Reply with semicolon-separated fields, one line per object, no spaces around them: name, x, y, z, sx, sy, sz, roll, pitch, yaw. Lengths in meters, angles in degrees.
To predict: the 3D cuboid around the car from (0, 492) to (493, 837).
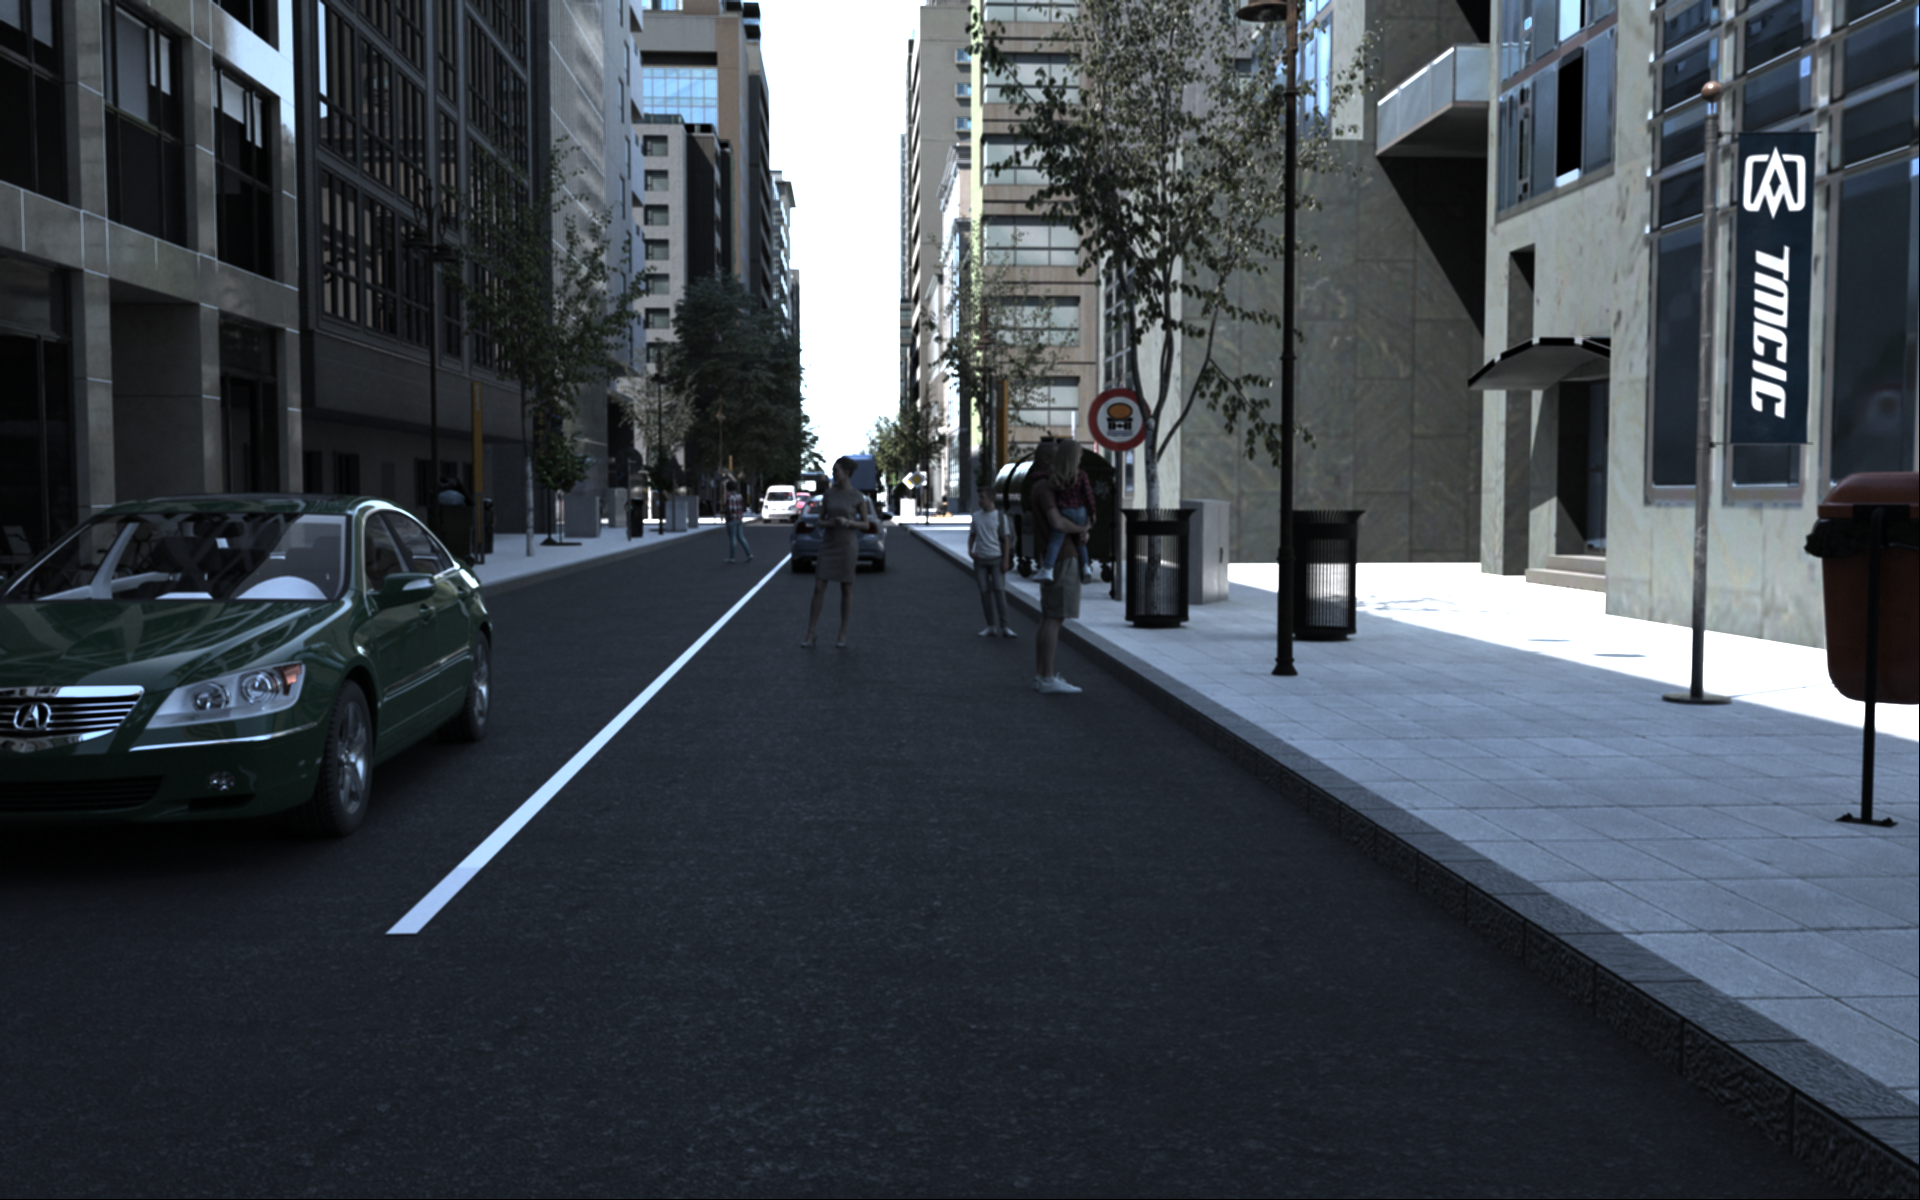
car;-3.575;0.191;8.676;2.131;1.459;4.920;0;4;-5

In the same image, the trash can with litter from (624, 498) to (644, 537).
trash can with litter;-9.749;-2.452;51.483;0.624;1.170;1.055;-1;4;-21

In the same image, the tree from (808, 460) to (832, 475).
tree;-25.092;-21.893;308.317;4.737;8.622;4.395;0;3;0

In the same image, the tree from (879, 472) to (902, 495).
tree;-5.106;-8.642;135.902;1.663;3.219;1.824;0;3;0

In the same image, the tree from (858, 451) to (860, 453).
tree;-8.052;-13.925;178.036;4.737;8.622;4.395;0;3;0

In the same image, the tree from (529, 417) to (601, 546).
tree;-10.133;-2.993;43.532;1.663;3.219;1.824;0;3;0

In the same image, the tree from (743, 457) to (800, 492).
tree;-14.568;-8.895;129.155;4.285;4.588;4.351;0;3;0

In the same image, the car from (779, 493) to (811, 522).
car;-8.466;-4.972;90.325;2.155;1.783;4.494;0;4;-2

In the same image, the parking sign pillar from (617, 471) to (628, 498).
parking sign pillar;-23.514;-8.000;119.270;1.447;3.967;1.447;0;4;6

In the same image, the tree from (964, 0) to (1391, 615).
tree;2.029;-4.112;17.593;4.360;8.622;3.978;0;3;0

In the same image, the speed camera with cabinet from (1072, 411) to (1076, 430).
speed camera with cabinet;2.105;-2.862;41.133;2.038;3.252;0.660;-1;4;-14

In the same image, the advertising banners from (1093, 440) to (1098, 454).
advertising banners;4.005;-3.504;53.477;0.090;3.025;2.074;-1;4;-8

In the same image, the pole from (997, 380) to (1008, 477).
pole;0.764;-2.281;31.132;0.158;3.312;0.155;0;3;0

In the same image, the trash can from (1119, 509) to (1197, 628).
trash can;1.906;-0.310;16.728;0.748;1.137;0.748;0;3;0

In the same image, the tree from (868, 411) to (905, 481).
tree;-5.803;-12.215;150.077;4.360;8.622;3.978;0;3;0

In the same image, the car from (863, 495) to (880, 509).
car;-3.750;-2.830;58.061;2.131;1.459;4.920;0;4;-3

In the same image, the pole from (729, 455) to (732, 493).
pole;-12.099;-5.969;91.435;0.158;3.312;0.155;0;3;0

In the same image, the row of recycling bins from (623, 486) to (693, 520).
row of recycling bins;-15.124;-4.932;87.750;3.534;1.692;1.069;-3;5;-43

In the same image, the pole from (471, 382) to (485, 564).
pole;-8.797;-2.309;31.588;0.158;3.312;0.155;0;3;0

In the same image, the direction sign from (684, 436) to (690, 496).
direction sign;-10.626;-4.620;67.526;0.379;3.537;0.876;-1;4;-23

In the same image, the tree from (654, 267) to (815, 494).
tree;-12.643;-11.643;97.019;9.857;13.997;8.962;0;3;0

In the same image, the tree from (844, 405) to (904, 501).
tree;-11.174;-20.084;238.736;12.009;13.543;11.850;0;3;0

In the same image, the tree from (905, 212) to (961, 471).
tree;0.875;-5.783;44.910;4.360;8.622;3.978;0;3;0

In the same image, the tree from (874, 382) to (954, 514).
tree;-2.613;-9.967;113.328;4.737;8.622;4.395;0;3;0

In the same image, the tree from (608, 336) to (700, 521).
tree;-14.451;-8.046;81.915;4.360;8.622;3.978;0;3;0

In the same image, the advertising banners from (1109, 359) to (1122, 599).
advertising banners;1.991;-1.576;21.956;0.090;3.025;2.074;0;4;8

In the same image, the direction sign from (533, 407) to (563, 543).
direction sign;-10.778;-3.265;45.381;0.379;3.537;0.876;3;5;44

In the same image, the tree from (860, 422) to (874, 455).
tree;-4.376;-11.026;130.637;4.737;8.622;4.395;0;3;0

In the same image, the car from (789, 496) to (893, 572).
car;-2.301;-1.304;33.318;2.014;1.417;4.499;0;4;-2

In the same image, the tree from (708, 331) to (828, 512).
tree;-13.958;-12.393;120.758;7.486;12.596;7.792;0;3;0

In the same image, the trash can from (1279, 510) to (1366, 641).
trash can;3.189;-0.222;15.279;0.748;1.137;0.748;0;3;0

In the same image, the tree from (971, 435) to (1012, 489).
tree;0.840;-3.485;51.577;1.663;3.219;1.824;0;3;0

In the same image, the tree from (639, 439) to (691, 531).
tree;-10.400;-4.028;60.454;1.663;3.219;1.824;0;3;0

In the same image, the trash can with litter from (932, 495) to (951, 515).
trash can with litter;-0.891;-5.724;104.646;1.678;1.210;2.233;-1;4;-8

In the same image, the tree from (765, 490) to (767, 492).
tree;-14.993;-8.716;137.112;1.663;3.219;1.824;0;3;0

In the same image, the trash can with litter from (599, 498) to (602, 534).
trash can with litter;-11.831;-2.673;55.093;0.624;1.170;1.055;-3;5;-43

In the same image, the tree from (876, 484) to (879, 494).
tree;-9.173;-12.340;196.365;1.663;3.219;1.824;0;3;0

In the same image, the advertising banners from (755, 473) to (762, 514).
advertising banners;-13.057;-7.112;112.466;0.090;3.025;2.074;0;4;7

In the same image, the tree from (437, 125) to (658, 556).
tree;-8.626;-5.204;35.455;4.737;8.622;4.395;0;3;0

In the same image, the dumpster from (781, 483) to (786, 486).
dumpster;-15.108;-8.737;145.339;1.502;2.255;1.985;0;4;-3

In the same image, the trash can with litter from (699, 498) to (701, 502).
trash can with litter;-17.756;-6.368;115.502;0.624;1.170;1.055;2;4;26

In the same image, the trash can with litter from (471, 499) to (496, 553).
trash can with litter;-10.496;-1.592;37.422;1.055;1.170;0.624;3;5;44
